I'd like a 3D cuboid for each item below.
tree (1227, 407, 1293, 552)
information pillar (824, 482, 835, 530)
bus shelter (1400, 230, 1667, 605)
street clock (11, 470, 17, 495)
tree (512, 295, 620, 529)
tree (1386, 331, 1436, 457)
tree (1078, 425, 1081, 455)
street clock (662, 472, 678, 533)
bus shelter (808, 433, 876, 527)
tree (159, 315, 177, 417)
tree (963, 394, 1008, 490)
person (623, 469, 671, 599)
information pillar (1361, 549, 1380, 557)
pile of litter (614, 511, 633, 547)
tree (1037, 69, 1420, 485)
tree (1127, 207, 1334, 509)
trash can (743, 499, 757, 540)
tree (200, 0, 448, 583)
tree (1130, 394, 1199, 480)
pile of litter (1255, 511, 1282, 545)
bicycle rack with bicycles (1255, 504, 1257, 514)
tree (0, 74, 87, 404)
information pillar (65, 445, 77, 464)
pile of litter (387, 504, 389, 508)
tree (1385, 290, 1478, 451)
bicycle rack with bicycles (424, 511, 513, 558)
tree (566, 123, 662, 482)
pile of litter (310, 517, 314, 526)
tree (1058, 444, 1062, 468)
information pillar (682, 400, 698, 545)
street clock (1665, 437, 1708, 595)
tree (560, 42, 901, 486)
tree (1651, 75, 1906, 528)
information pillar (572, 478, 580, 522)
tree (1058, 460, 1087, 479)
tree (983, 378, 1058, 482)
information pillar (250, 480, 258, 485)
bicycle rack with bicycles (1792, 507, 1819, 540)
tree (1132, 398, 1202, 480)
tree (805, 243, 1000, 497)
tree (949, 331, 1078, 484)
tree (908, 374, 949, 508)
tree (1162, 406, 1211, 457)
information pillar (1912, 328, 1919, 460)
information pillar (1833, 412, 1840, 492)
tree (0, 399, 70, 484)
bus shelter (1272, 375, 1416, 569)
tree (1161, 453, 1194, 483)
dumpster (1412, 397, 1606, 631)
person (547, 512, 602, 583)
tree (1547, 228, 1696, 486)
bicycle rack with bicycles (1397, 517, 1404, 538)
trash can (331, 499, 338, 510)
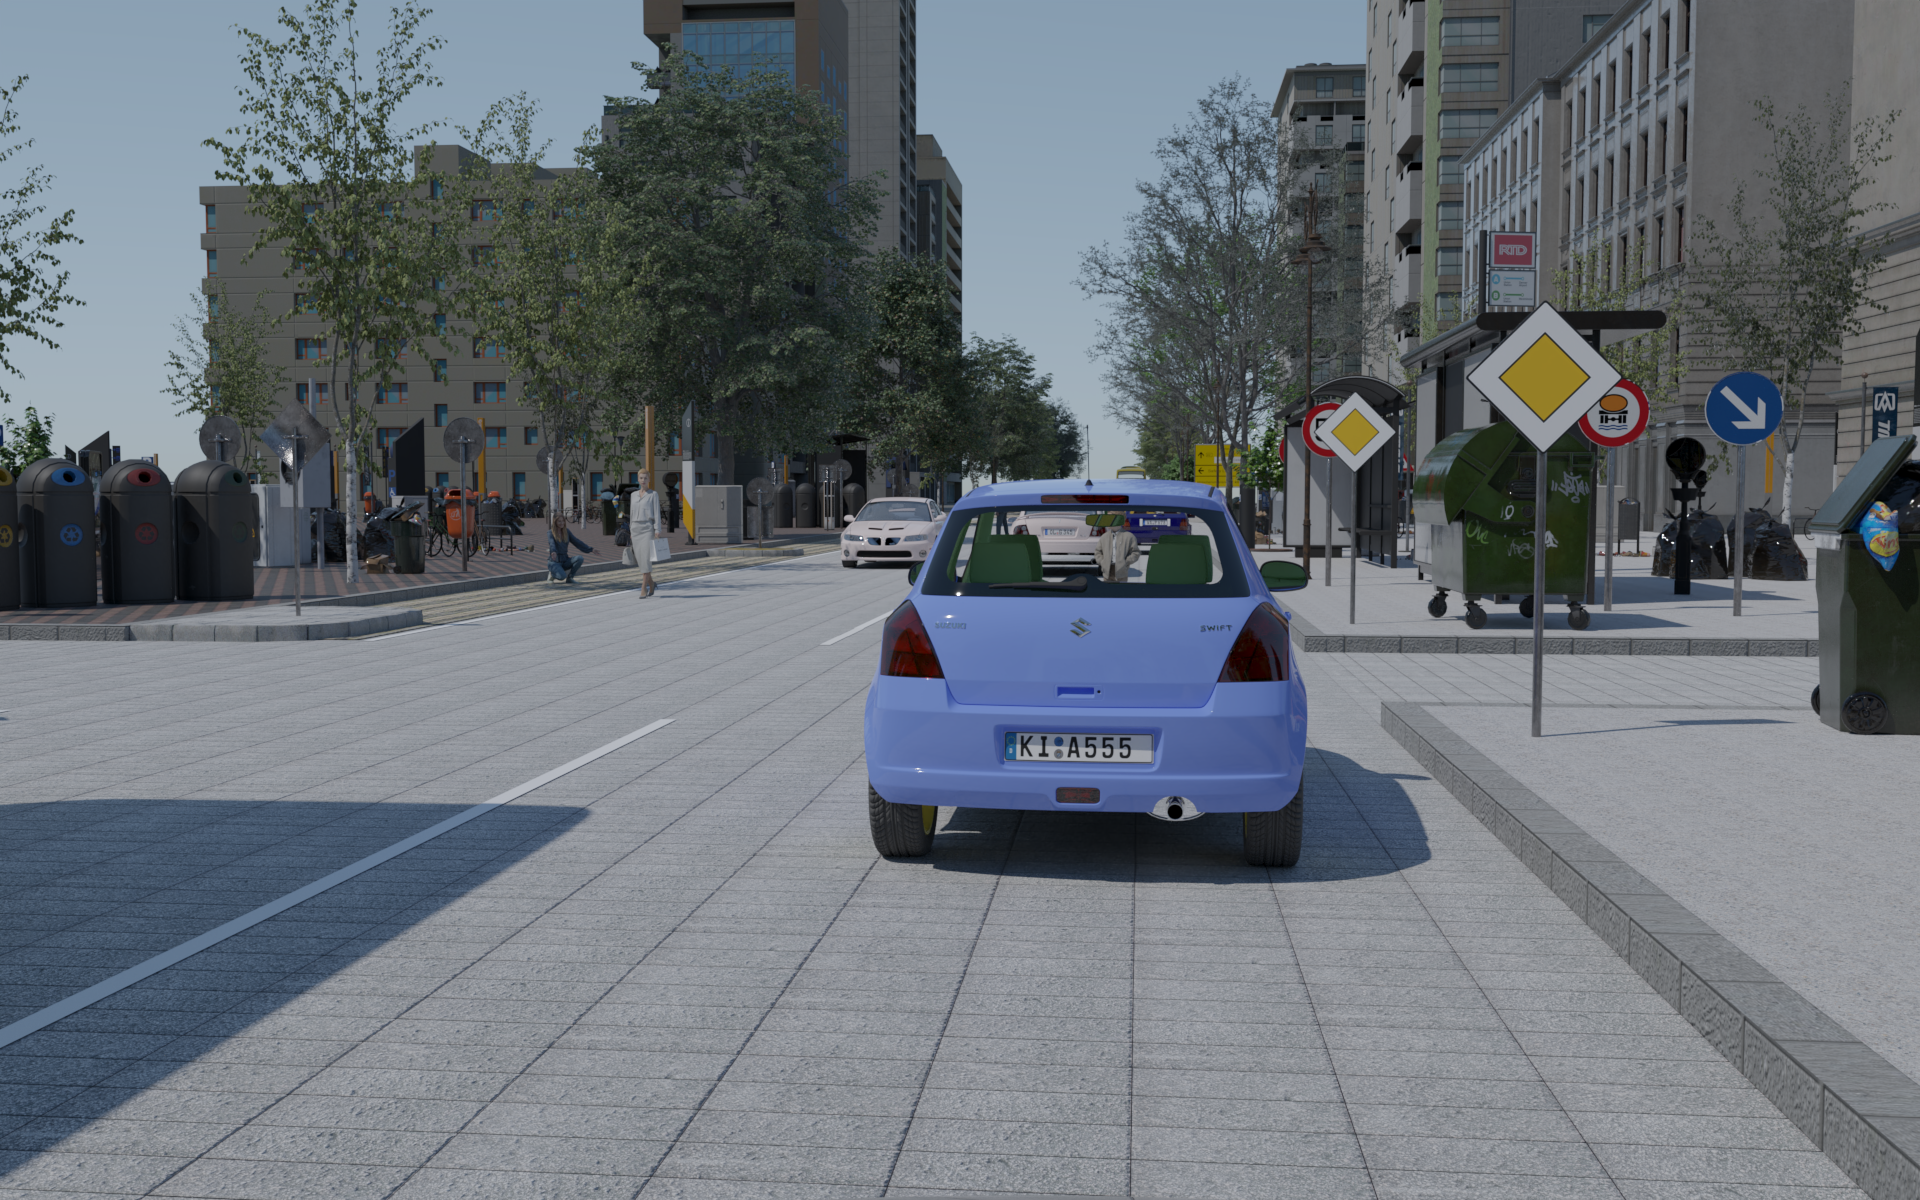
[{"bbox_3d":[6.930,-2.703,38.795,1.663,3.219,1.824,0,3,0],"label":"tree"},{"bbox_3d":[-4.645,-3.488,61.514,0.304,2.012,0.304,1,4,16],"label":"information pillar"},{"bbox_3d":[7.459,-2.844,24.129,2.179,5.291,8.768,0,4,6],"label":"bus shelter"},{"bbox_3d":[-23.612,-2.388,43.616,0.358,2.002,0.471,3,5,42],"label":"street clock"},{"bbox_3d":[-14.045,-6.907,63.289,4.360,8.622,3.978,0,3,0],"label":"tree"},{"bbox_3d":[21.078,-7.753,77.126,4.360,8.622,3.978,0,3,0],"label":"tree"},{"bbox_3d":[12.138,-19.952,232.876,9.857,13.997,8.962,0,3,0],"label":"tree"},{"bbox_3d":[-9.591,-3.229,57.365,0.471,2.002,0.358,-2,4,-34],"label":"street clock"},{"bbox_3d":[-4.717,-4.805,69.840,1.731,3.624,6.357,0,4,6],"label":"bus shelter"},{"bbox_3d":[-24.339,-6.585,58.028,4.737,8.622,4.395,0,3,0],"label":"tree"},{"bbox_3d":[1.151,-10.479,121.701,4.360,8.622,3.978,0,3,0],"label":"tree"},{"bbox_3d":[-4.311,-0.923,23.937,0.694,1.780,0.624,3,4,36],"label":"person"},{"bbox_3d":[8.430,-1.900,35.550,0.304,2.012,0.304,-3,5,-40],"label":"information pillar"},{"bbox_3d":[-8.059,-1.772,42.934,1.176,0.858,1.719,0,4,3],"label":"pile of litter"},{"bbox_3d":[8.340,-8.616,51.239,12.009,13.543,11.850,0,3,0],"label":"tree"},{"bbox_3d":[9.916,-8.466,64.167,9.928,11.665,9.643,0,3,0],"label":"tree"},{"bbox_3d":[-5.979,-2.245,48.353,0.748,1.137,0.748,0,3,0],"label":"trash can"},{"bbox_3d":[-8.573,-4.558,24.890,4.737,8.622,4.395,0,3,0],"label":"tree"},{"bbox_3d":[21.195,-15.917,178.377,7.486,12.596,7.792,0,3,0],"label":"tree"},{"bbox_3d":[7.477,-1.856,44.303,1.176,0.858,1.719,-1,4,-22],"label":"pile of litter"},{"bbox_3d":[14.328,-4.728,90.685,2.925,0.926,2.852,1,4,19],"label":"bicycle rack with bicycles"},{"bbox_3d":[-16.811,-4.785,28.592,4.737,8.622,4.395,0,3,0],"label":"tree"},{"bbox_3d":[-41.948,-5.528,81.742,0.504,3.616,0.183,-3,4,-36],"label":"information pillar"},{"bbox_3d":[-29.231,-4.579,88.839,1.719,0.858,1.176,-1,4,-13],"label":"pile of litter"},{"bbox_3d":[17.261,-6.811,61.721,4.737,8.622,4.395,0,3,0],"label":"tree"},{"bbox_3d":[-10.577,-1.380,35.937,2.852,0.926,2.925,-3,5,-40],"label":"bicycle rack with bicycles"},{"bbox_3d":[-7.517,-4.989,31.934,4.737,8.622,4.395,0,3,0],"label":"tree"},{"bbox_3d":[-16.920,-1.781,43.077,1.719,0.858,1.176,2,4,31],"label":"pile of litter"},{"bbox_3d":[6.869,-16.295,184.548,7.486,12.596,7.792,0,3,0],"label":"tree"},{"bbox_3d":[-6.819,-3.195,43.586,0.183,3.616,0.504,-3,4,-38],"label":"information pillar"},{"bbox_3d":[9.237,-1.072,22.090,0.471,2.002,0.358,2,4,25],"label":"street clock"},{"bbox_3d":[-6.703,-8.775,50.120,9.857,13.997,8.962,0,3,0],"label":"tree"},{"bbox_3d":[14.935,-4.951,31.307,4.360,8.622,3.978,0,3,0],"label":"tree"},{"bbox_3d":[-17.580,-4.571,79.224,0.304,2.012,0.304,0,4,-7],"label":"information pillar"},{"bbox_3d":[14.712,-19.447,252.366,8.767,10.594,7.601,-2,4,-29],"label":"tree"},{"bbox_3d":[5.183,-15.236,167.234,7.486,12.596,7.792,0,3,0],"label":"tree"},{"bbox_3d":[-36.551,-5.210,89.673,0.304,2.012,0.304,0,4,-3],"label":"information pillar"},{"bbox_3d":[24.498,-2.103,47.758,2.925,0.926,2.852,-3,4,-38],"label":"bicycle rack with bicycles"},{"bbox_3d":[23.931,-16.928,193.781,9.611,12.733,9.660,0,3,0],"label":"tree"},{"bbox_3d":[-2.702,-9.917,79.155,9.611,12.733,9.660,0,3,0],"label":"tree"},{"bbox_3d":[2.810,-14.028,136.017,9.857,13.997,8.962,0,3,0],"label":"tree"},{"bbox_3d":[-1.479,-9.265,101.839,4.737,8.622,4.395,0,3,0],"label":"tree"},{"bbox_3d":[18.809,-11.862,144.313,4.737,8.622,4.395,0,3,0],"label":"tree"},{"bbox_3d":[11.773,-1.824,21.176,0.183,3.616,0.504,1,4,11],"label":"information pillar"},{"bbox_3d":[25.056,-3.537,49.187,0.504,3.616,0.183,1,4,10],"label":"information pillar"},{"bbox_3d":[-18.529,-2.459,34.804,1.663,3.219,1.824,0,3,0],"label":"tree"},{"bbox_3d":[7.018,-2.343,32.230,2.014,3.302,5.546,0,4,6],"label":"bus shelter"},{"bbox_3d":[15.887,-8.441,121.719,4.285,4.588,4.351,0,3,0],"label":"tree"},{"bbox_3d":[5.373,-0.892,17.074,1.502,2.255,1.985,0,4,6],"label":"dumpster"},{"bbox_3d":[-6.226,-0.835,27.650,1.012,1.151,0.738,-3,5,-41],"label":"person"},{"bbox_3d":[18.278,-6.025,48.874,4.737,8.622,4.395,0,3,0],"label":"tree"},{"bbox_3d":[11.618,-2.331,51.501,2.852,0.926,2.925,0,4,-6],"label":"bicycle rack with bicycles"},{"bbox_3d":[-20.371,-2.696,55.741,0.748,1.137,0.748,0,3,0],"label":"trash can"}]
